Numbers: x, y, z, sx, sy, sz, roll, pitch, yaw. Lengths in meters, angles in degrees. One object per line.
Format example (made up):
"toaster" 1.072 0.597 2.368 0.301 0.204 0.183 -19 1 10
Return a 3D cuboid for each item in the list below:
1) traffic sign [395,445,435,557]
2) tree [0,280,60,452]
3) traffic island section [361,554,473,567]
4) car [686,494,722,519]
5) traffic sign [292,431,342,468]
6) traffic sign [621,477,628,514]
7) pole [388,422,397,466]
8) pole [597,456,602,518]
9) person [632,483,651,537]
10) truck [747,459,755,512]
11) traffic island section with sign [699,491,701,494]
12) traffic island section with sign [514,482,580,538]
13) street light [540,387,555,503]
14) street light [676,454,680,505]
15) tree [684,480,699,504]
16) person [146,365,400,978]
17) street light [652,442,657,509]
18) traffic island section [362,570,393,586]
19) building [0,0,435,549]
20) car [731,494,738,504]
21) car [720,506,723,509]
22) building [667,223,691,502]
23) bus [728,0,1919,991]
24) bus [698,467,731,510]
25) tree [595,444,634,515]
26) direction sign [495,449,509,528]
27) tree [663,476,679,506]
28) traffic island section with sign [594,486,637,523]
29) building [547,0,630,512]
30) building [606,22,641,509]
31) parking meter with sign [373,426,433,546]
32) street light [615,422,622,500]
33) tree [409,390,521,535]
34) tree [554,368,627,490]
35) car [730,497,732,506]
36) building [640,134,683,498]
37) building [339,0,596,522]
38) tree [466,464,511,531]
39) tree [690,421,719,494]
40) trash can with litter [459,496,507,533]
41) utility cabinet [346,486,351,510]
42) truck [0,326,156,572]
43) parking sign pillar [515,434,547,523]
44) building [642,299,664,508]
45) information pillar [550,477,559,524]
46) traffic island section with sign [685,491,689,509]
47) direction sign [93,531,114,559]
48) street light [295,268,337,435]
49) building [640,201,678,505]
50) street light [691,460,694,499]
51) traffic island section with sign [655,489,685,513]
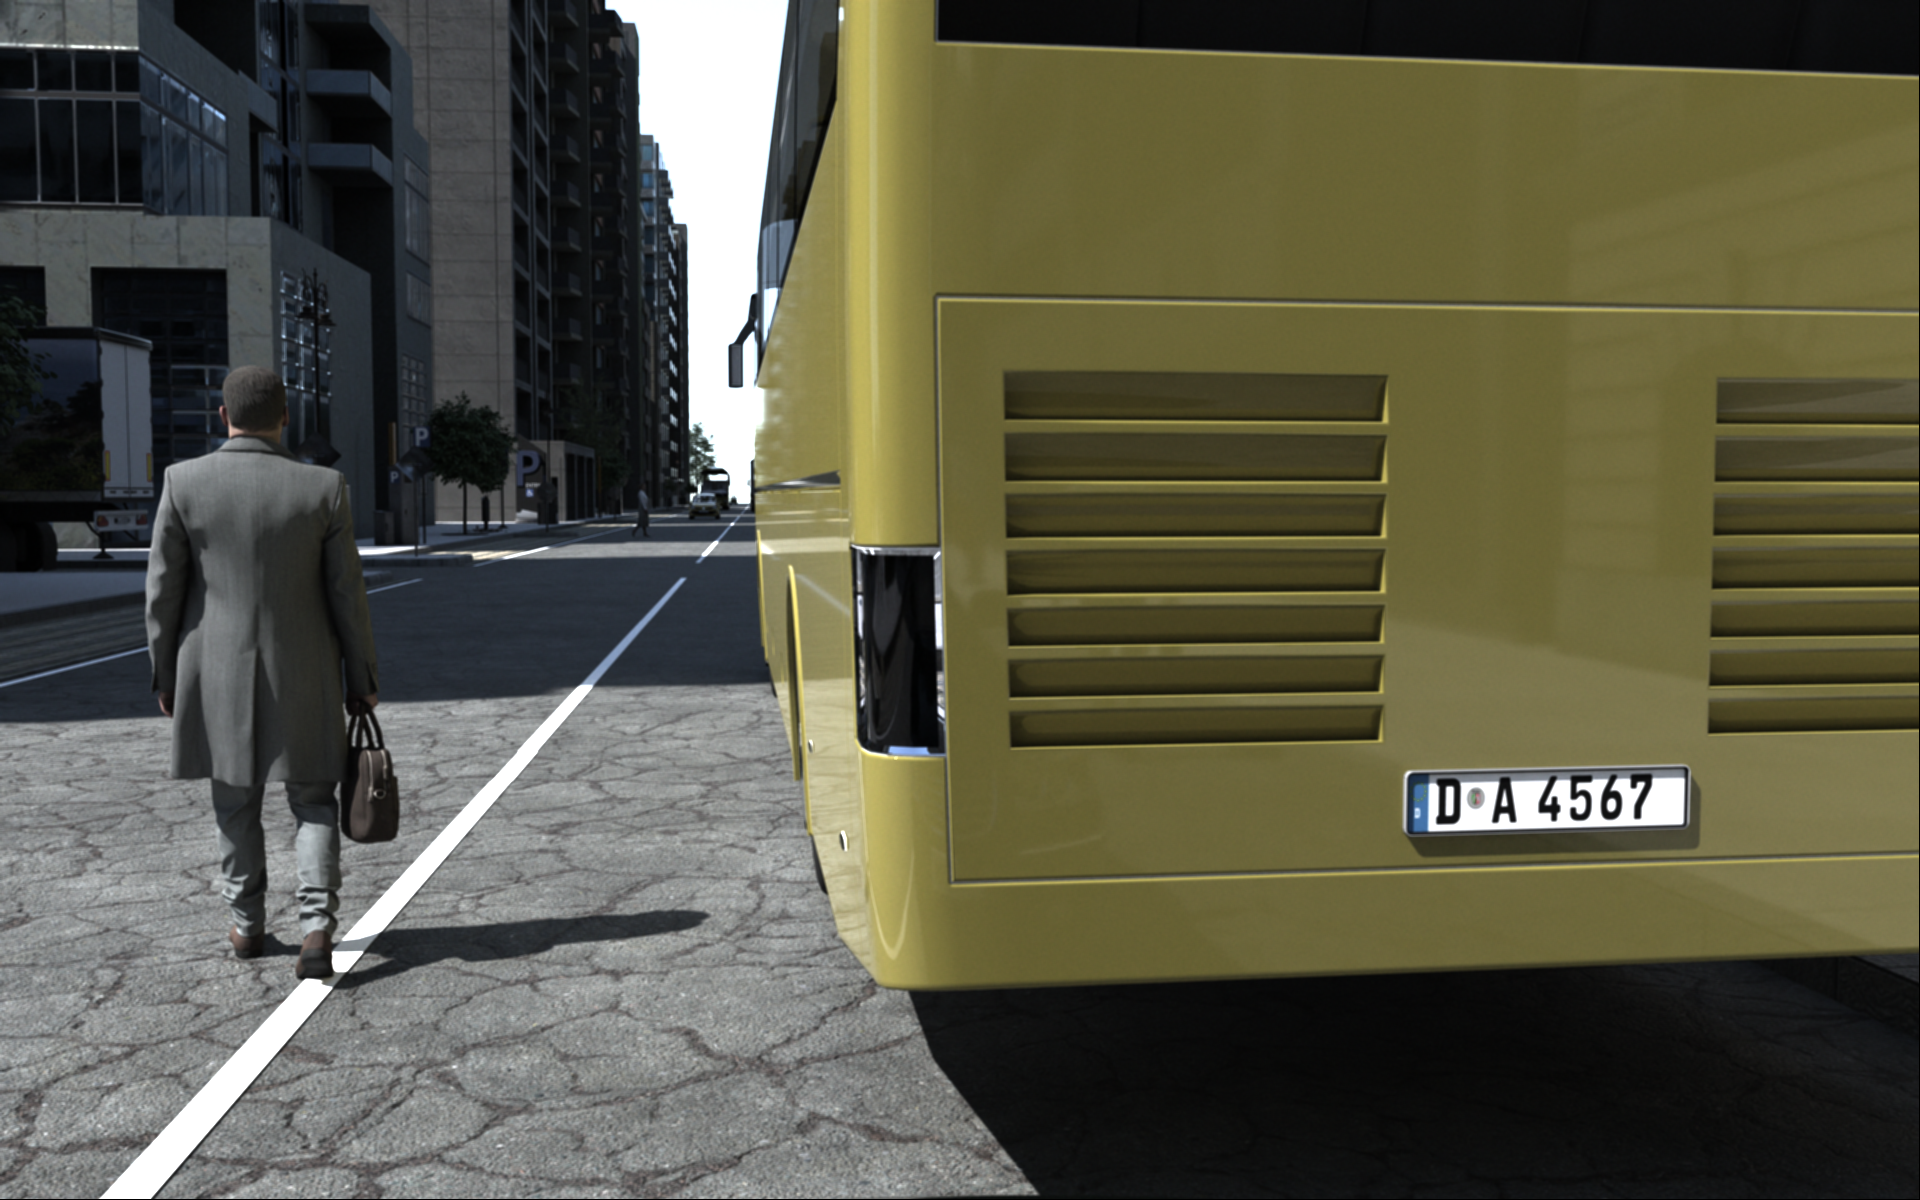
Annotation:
"traffic sign" -11.130 -1.943 35.410 0.795 2.450 0.064 0 4 -7
"tree" -11.546 -2.126 18.480 4.285 4.588 4.351 0 3 0
"traffic island section" -11.152 -0.807 35.469 2.009 0.180 2.903 0 4 -7
"car" -14.614 -5.439 99.154 2.015 1.641 3.980 0 4 -6
"traffic sign" -10.211 -1.458 27.478 0.795 2.450 0.064 0 4 -7
"traffic sign" -21.507 -6.727 110.092 0.768 2.556 0.104 0 4 -1
"pole" -16.139 -3.392 49.306 0.158 3.312 0.155 0 3 0
"pole" -19.276 -6.040 92.602 0.158 3.312 0.155 0 3 0
"person" -10.647 -2.999 57.756 0.641 1.798 0.478 0 4 7
"truck" -15.988 -9.404 142.667 2.839 4.237 11.283 -1 4 -8
"traffic island section with sign" -35.236 -14.350 243.250 1.989 1.847 2.006 0 4 -7
"traffic island section with sign" -13.746 -3.002 57.714 1.989 1.847 2.006 0 4 -7
"street light" -17.780 -6.243 74.865 0.468 5.910 1.993 0 4 -7
"street light" -31.632 -13.551 194.346 0.468 5.910 1.993 0 4 -7
"tree" -35.463 -14.183 226.485 1.663 3.219 1.824 0 3 0
"person" -2.074 0.205 5.244 0.694 1.812 0.767 -1 4 -19
"street light" -26.528 -10.849 150.168 0.468 5.910 1.993 0 4 -7
"traffic island section" -10.234 -0.321 27.537 2.009 0.180 2.903 0 4 -7
"building" -28.891 -45.228 52.142 22.319 86.520 31.000 0 4 -7
"car" -31.975 -14.173 241.951 2.015 1.641 3.980 0 4 -6
"car" -24.190 -9.752 172.020 1.945 1.354 3.894 0 4 -5
"building" -46.957 -34.851 253.405 14.154 41.232 14.086 0 4 -7
"bus" 0.250 -1.076 9.147 2.896 3.916 12.252 0 4 -8
"bus" -22.619 -10.332 160.473 2.896 3.916 12.252 0 4 -7
"tree" -21.797 -7.528 106.789 4.285 4.588 4.351 0 3 0
"direction sign" -17.135 -4.455 64.833 0.379 3.537 0.876 1 4 17
"tree" -31.437 -11.774 187.107 1.663 3.219 1.824 0 3 0
"traffic island section with sign" -16.891 -4.671 84.999 1.989 1.847 2.006 0 4 -7
"building" -35.509 -28.658 123.175 22.147 44.769 28.867 0 4 -7
"building" -34.201 -28.221 145.013 14.154 41.232 14.086 0 4 -7
"parking meter with sign" -14.084 -2.904 43.738 0.543 3.016 1.738 1 4 21
"street light" -22.026 -8.485 111.523 0.468 5.910 1.993 0 4 -7
"tree" -15.522 -4.320 54.342 4.285 4.588 4.351 0 3 0
"tree" -21.763 -9.297 102.366 4.737 8.622 4.395 0 3 0
"car" -28.529 -12.267 209.363 1.959 1.807 4.718 0 4 -8
"building" -49.426 -37.364 230.504 23.786 49.044 30.456 0 4 -7
"building" -29.474 -39.649 86.509 20.563 71.187 20.611 0 4 -7
"tree" -16.469 -4.041 60.677 1.663 3.219 1.824 0 3 0
"tree" -40.910 -21.411 268.203 7.486 12.596 7.792 0 3 0
"trash can with litter" -16.084 -2.882 58.174 1.678 1.210 2.233 -1 4 -9
"utility cabinet" -14.513 -1.919 40.051 0.318 1.500 1.173 1 4 10
"truck" -20.079 -2.496 29.726 11.283 4.237 2.839 0 4 -5
"parking sign pillar" -19.081 -5.420 77.085 1.447 3.967 1.447 1 4 10
"building" -43.322 -19.652 166.342 27.650 21.520 28.899 0 4 -7
"information pillar" -17.208 -4.221 73.507 0.304 2.012 0.304 -1 4 -17
"traffic island section with sign" -25.732 -9.337 161.281 1.989 1.847 2.006 0 4 -7
"direction sign" -16.934 -2.577 34.131 0.876 3.537 0.379 -3 4 -38
"street light" -13.172 -3.839 35.551 0.468 5.910 1.993 0 4 -7
"building" -49.814 -31.279 203.296 32.217 40.220 23.993 0 4 -7
"street light" -35.990 -15.916 233.007 0.468 5.910 1.993 0 4 -7
"traffic island section with sign" -22.636 -7.699 134.503 1.989 1.847 2.006 0 4 -7
